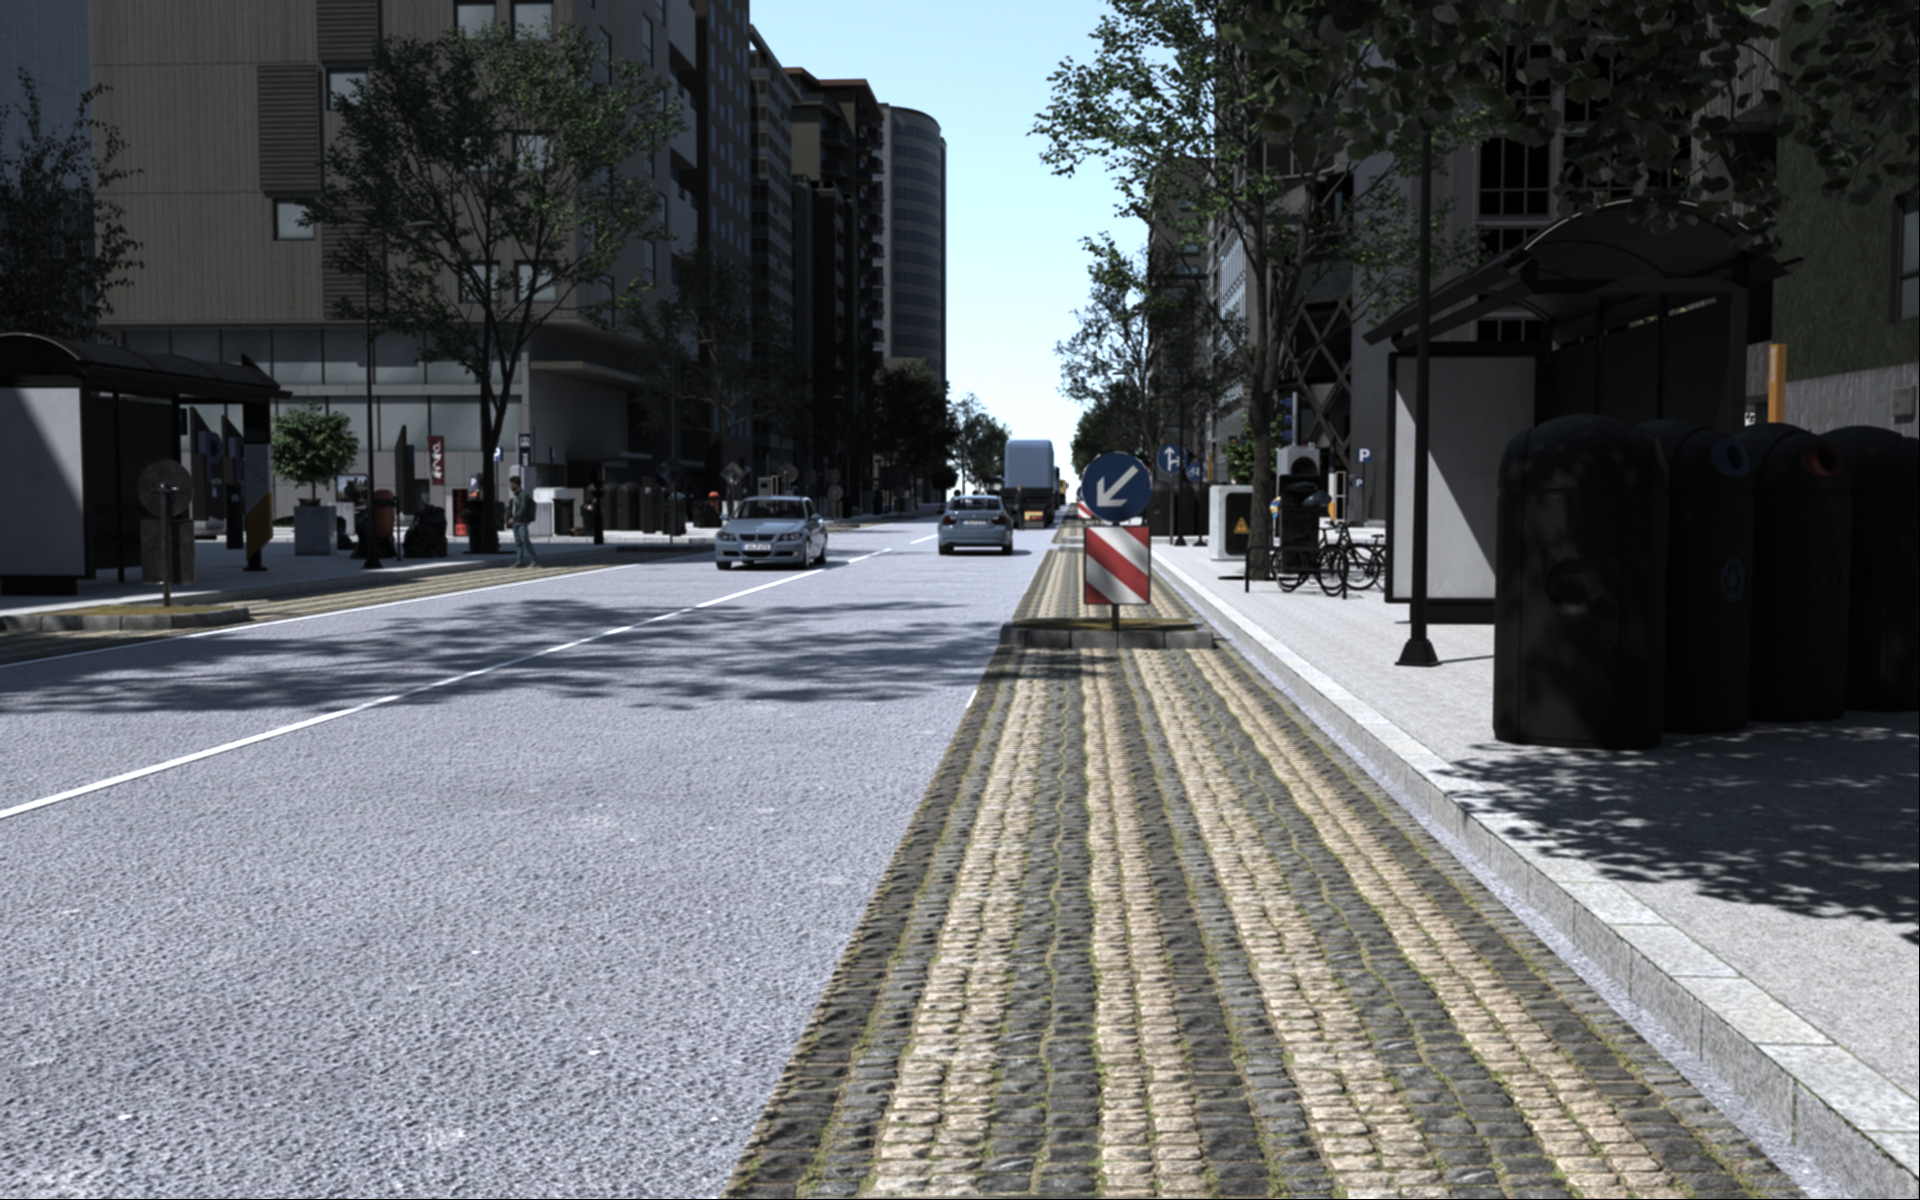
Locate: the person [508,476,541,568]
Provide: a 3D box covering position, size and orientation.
[{"bbox_3d":[-8.477,-1.503,33.414,0.721,1.781,0.623,-3,5,-40],"label":"person"}]

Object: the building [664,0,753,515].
[{"bbox_3d":[-21.947,-28.391,114.308,14.600,45.320,14.200,0,4,4],"label":"building"}]

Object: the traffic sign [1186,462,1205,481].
[{"bbox_3d":[9.341,-4.197,68.732,0.768,2.556,0.104,1,4,13],"label":"traffic sign"}]

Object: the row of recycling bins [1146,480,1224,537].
[{"bbox_3d":[7.064,-2.843,53.592,1.069,1.692,3.534,3,5,44],"label":"row of recycling bins"}]

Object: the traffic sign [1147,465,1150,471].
[{"bbox_3d":[8.537,-4.777,78.113,0.884,2.594,0.081,1,4,11],"label":"traffic sign"}]

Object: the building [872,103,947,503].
[{"bbox_3d":[-13.531,-44.000,261.400,21.231,58.520,28.212,0,4,4],"label":"building"}]

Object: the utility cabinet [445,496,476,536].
[{"bbox_3d":[-15.138,-2.532,52.566,1.020,1.237,0.306,2,4,32],"label":"utility cabinet"}]

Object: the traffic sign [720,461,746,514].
[{"bbox_3d":[-6.780,-2.944,51.780,0.795,2.450,0.064,0,4,4],"label":"traffic sign"}]

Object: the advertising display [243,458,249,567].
[{"bbox_3d":[-12.530,-1.549,30.544,0.123,1.923,0.974,-2,4,-26],"label":"advertising display"}]

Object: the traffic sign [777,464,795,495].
[{"bbox_3d":[-7.288,-4.425,72.451,0.768,2.556,0.104,1,4,9],"label":"traffic sign"}]

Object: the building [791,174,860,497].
[{"bbox_3d":[-17.064,-23.698,159.164,14.160,30.474,14.107,0,4,4],"label":"building"}]

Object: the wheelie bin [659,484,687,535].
[{"bbox_3d":[-9.052,-2.860,54.664,0.980,1.594,0.693,2,4,34],"label":"wheelie bin"}]

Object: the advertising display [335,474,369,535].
[{"bbox_3d":[-19.186,-3.025,54.673,0.974,1.923,0.123,-2,4,-27],"label":"advertising display"}]

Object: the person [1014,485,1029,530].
[{"bbox_3d":[2.450,-3.631,68.291,0.534,1.772,0.576,2,4,30],"label":"person"}]

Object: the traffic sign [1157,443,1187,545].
[{"bbox_3d":[5.330,-2.659,43.583,0.768,2.556,0.104,1,4,9],"label":"traffic sign"}]

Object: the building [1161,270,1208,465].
[{"bbox_3d":[33.356,-27.861,227.232,14.160,30.474,14.107,0,4,4],"label":"building"}]

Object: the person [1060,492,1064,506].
[{"bbox_3d":[11.974,-12.062,206.240,0.721,1.766,1.217,3,5,39],"label":"person"}]

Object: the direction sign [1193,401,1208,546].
[{"bbox_3d":[5.921,-3.093,42.561,0.379,3.537,0.876,0,4,0],"label":"direction sign"}]

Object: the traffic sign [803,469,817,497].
[{"bbox_3d":[-7.624,-5.398,88.366,0.768,2.556,0.104,0,4,6],"label":"traffic sign"}]

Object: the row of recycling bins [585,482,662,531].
[{"bbox_3d":[-11.819,-3.282,60.774,3.534,1.692,1.069,2,4,35],"label":"row of recycling bins"}]

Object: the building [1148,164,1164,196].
[{"bbox_3d":[43.383,-41.555,268.656,28.713,52.752,27.495,0,4,4],"label":"building"}]

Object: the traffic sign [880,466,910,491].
[{"bbox_3d":[-4.765,-8.087,126.102,2.265,3.308,0.079,1,4,9],"label":"traffic sign"}]

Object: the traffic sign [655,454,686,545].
[{"bbox_3d":[-7.312,-2.457,43.813,0.795,2.450,0.064,0,4,4],"label":"traffic sign"}]

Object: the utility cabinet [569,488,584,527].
[{"bbox_3d":[-14.963,-3.509,66.043,1.173,1.500,0.318,-2,4,-28],"label":"utility cabinet"}]

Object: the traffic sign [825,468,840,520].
[{"bbox_3d":[-6.292,-5.228,85.583,0.768,2.556,0.104,0,4,8],"label":"traffic sign"}]

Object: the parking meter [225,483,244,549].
[{"bbox_3d":[-16.981,-1.965,40.532,0.372,1.533,0.369,0,3,0],"label":"parking meter"}]

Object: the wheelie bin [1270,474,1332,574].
[{"bbox_3d":[5.491,-1.222,27.885,0.980,1.594,0.693,0,4,7],"label":"wheelie bin"}]

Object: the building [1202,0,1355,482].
[{"bbox_3d":[31.768,-43.912,156.213,20.563,71.187,20.611,0,4,4],"label":"building"}]

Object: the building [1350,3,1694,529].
[{"bbox_3d":[27.622,-16.524,63.674,24.014,27.812,14.314,0,4,4],"label":"building"}]

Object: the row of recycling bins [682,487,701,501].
[{"bbox_3d":[-17.273,-5.896,103.513,3.534,1.692,1.069,0,4,-5],"label":"row of recycling bins"}]

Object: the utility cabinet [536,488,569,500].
[{"bbox_3d":[-13.872,-3.045,58.472,1.173,1.500,0.318,1,4,21],"label":"utility cabinet"}]

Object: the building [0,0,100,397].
[{"bbox_3d":[-28.369,-12.995,30.491,19.932,24.808,12.078,0,4,4],"label":"building"}]

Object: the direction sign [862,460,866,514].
[{"bbox_3d":[-6.362,-7.484,114.368,0.379,3.537,0.876,-1,4,-17],"label":"direction sign"}]

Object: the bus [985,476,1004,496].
[{"bbox_3d":[4.010,-10.506,166.630,2.948,3.499,13.247,0,4,3],"label":"bus"}]

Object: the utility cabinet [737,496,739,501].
[{"bbox_3d":[-12.205,-5.291,97.665,0.306,1.237,1.020,1,4,22],"label":"utility cabinet"}]

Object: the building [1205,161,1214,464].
[{"bbox_3d":[38.544,-29.851,179.943,32.217,40.220,23.993,0,4,4],"label":"building"}]

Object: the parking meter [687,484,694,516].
[{"bbox_3d":[-15.907,-5.910,102.342,0.399,1.863,0.255,2,4,26],"label":"parking meter"}]

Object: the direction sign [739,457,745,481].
[{"bbox_3d":[-13.361,-6.988,106.252,0.379,3.537,0.876,1,4,17],"label":"direction sign"}]

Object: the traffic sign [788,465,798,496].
[{"bbox_3d":[-7.456,-4.622,75.678,0.768,2.556,0.104,1,4,13],"label":"traffic sign"}]

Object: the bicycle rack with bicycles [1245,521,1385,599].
[{"bbox_3d":[4.991,-0.559,22.528,2.852,0.926,2.925,-2,4,-31],"label":"bicycle rack with bicycles"}]

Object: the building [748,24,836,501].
[{"bbox_3d":[-26.698,-27.405,139.960,32.217,40.220,23.993,0,4,4],"label":"building"}]

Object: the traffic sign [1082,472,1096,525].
[{"bbox_3d":[3.989,-2.899,51.044,0.795,2.450,0.064,0,4,4],"label":"traffic sign"}]

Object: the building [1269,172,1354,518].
[{"bbox_3d":[25.885,-14.093,97.875,16.820,18.784,16.811,0,4,4],"label":"building"}]

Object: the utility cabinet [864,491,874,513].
[{"bbox_3d":[-6.068,-6.544,115.667,0.318,1.500,1.173,-2,4,-32],"label":"utility cabinet"}]

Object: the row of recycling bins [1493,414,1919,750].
[{"bbox_3d":[4.306,-0.165,9.805,3.534,1.692,1.069,-2,4,-34],"label":"row of recycling bins"}]

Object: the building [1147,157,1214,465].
[{"bbox_3d":[37.636,-37.976,244.611,21.300,48.544,21.600,0,4,4],"label":"building"}]

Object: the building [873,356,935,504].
[{"bbox_3d":[-18.285,-23.807,234.280,27.650,21.520,28.899,0,4,4],"label":"building"}]

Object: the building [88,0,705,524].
[{"bbox_3d":[-28.655,-30.363,85.670,28.713,52.752,27.495,0,4,4],"label":"building"}]

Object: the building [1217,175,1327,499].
[{"bbox_3d":[22.803,-16.328,116.117,9.793,20.994,18.267,0,4,4],"label":"building"}]

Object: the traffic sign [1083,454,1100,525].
[{"bbox_3d":[3.457,-2.412,43.076,0.795,2.450,0.064,0,4,4],"label":"traffic sign"}]

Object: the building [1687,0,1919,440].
[{"bbox_3d":[19.097,-15.579,26.423,14.160,30.474,14.107,0,4,4],"label":"building"}]

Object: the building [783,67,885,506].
[{"bbox_3d":[-19.641,-32.178,180.741,22.147,44.769,28.867,0,4,4],"label":"building"}]

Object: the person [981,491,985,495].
[{"bbox_3d":[2.659,-11.097,190.392,0.568,1.767,0.683,2,4,31],"label":"person"}]

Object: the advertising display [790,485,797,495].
[{"bbox_3d":[-11.992,-7.375,125.796,0.123,1.923,0.974,3,4,36],"label":"advertising display"}]

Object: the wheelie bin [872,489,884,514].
[{"bbox_3d":[-5.185,-6.218,109.567,0.693,1.594,0.980,-1,4,-18],"label":"wheelie bin"}]

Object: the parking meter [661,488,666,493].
[{"bbox_3d":[-11.599,-3.598,67.234,0.372,1.533,0.369,0,3,0],"label":"parking meter"}]

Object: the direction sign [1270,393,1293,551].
[{"bbox_3d":[7.028,-2.872,38.947,0.876,3.537,0.379,0,4,7],"label":"direction sign"}]
